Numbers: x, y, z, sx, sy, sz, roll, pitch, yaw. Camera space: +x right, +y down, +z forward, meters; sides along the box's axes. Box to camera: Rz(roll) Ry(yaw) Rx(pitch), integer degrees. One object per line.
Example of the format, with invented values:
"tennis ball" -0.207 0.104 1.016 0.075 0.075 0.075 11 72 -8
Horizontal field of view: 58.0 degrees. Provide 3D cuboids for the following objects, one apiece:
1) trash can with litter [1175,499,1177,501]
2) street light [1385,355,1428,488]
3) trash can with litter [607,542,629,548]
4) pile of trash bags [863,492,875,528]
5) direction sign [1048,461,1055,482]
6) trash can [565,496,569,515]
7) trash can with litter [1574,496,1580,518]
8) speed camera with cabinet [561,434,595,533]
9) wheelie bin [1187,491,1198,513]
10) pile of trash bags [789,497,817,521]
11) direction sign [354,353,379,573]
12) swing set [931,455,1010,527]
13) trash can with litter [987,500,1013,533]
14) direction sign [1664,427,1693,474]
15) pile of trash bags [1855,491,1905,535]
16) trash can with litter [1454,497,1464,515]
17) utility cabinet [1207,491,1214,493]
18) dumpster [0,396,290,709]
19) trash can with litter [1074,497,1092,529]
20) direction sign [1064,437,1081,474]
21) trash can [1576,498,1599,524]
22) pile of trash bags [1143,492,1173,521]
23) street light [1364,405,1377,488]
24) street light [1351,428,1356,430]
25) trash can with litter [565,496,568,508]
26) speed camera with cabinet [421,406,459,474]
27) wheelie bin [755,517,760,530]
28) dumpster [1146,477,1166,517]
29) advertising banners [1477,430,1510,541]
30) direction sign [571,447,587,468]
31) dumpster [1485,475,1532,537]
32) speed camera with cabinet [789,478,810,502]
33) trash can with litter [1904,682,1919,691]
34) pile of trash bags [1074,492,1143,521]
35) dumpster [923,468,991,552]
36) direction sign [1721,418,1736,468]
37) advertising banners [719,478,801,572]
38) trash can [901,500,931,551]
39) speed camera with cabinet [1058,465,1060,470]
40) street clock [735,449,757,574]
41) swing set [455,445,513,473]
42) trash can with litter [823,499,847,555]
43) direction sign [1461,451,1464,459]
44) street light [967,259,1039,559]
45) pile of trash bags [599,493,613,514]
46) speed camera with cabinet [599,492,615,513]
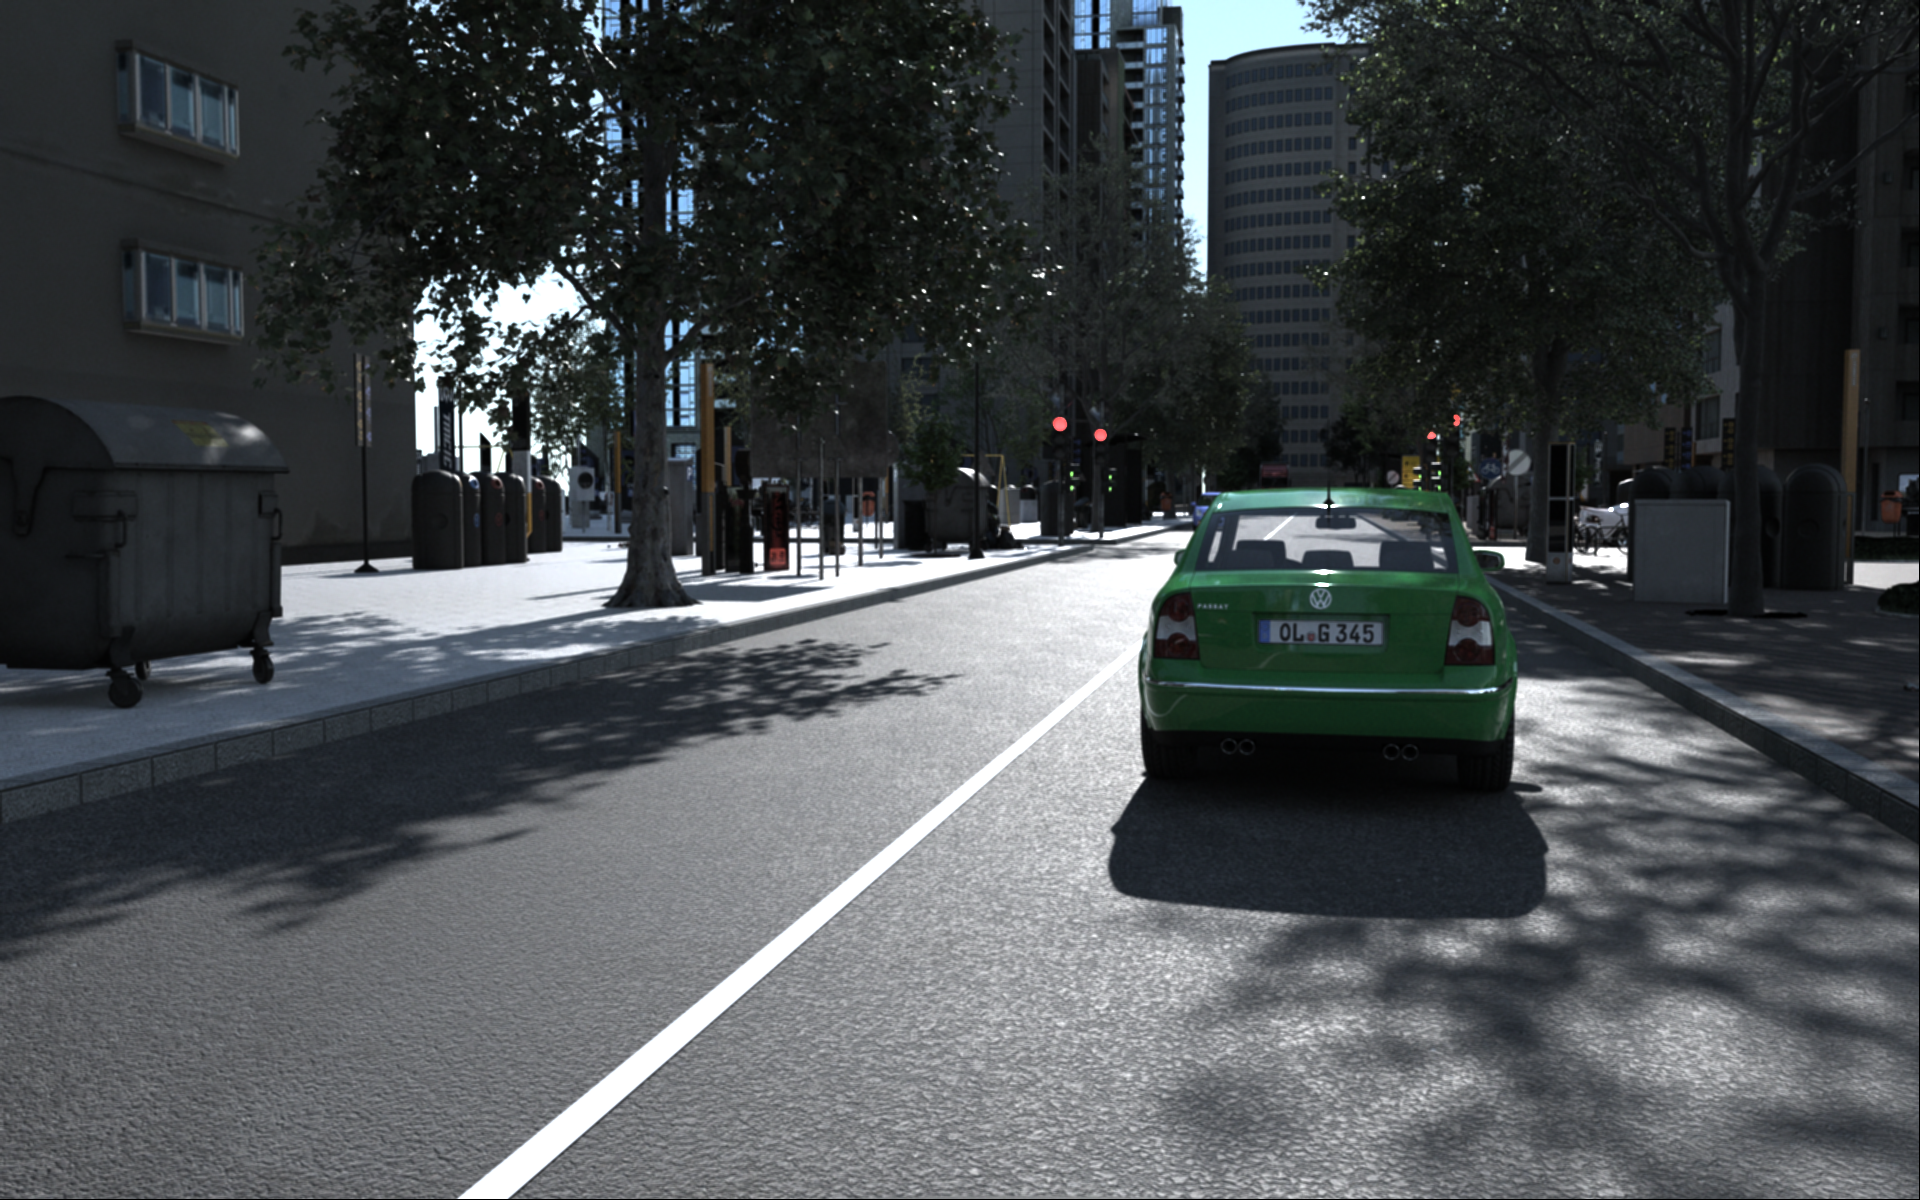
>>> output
"trash can with litter" 14.830 -6.739 121.567 0.624 1.170 1.055 1 4 18
"street light" 14.999 -5.220 57.892 1.470 5.913 1.316 1 4 12
"trash can with litter" -7.712 -1.884 41.854 1.678 1.210 2.233 -1 4 -22
"pile of trash bags" -2.078 -3.396 65.284 3.447 1.369 1.912 0 4 6
"direction sign" 6.392 -7.866 120.602 0.379 3.537 0.876 2 4 34
"trash can" -23.813 -5.653 104.081 0.748 1.137 0.748 0 3 0
"trash can with litter" 30.602 -4.537 85.240 2.233 1.210 1.678 -3 5 -42
"speed camera with cabinet" -12.995 -3.812 56.655 2.038 3.252 0.660 -3 5 -40
"wheelie bin" 16.078 -6.846 119.841 0.693 1.594 0.980 0 4 -5
"pile of trash bags" -8.508 -4.476 82.942 3.447 1.369 1.912 0 4 2
"direction sign" -9.753 -2.224 28.356 0.379 3.537 0.876 0 4 -4
"swing set" 0.188 -4.345 68.665 3.119 2.851 2.862 -1 4 -10
"trash can with litter" 1.137 -2.603 53.952 1.055 1.170 0.624 1 4 12
"direction sign" 24.408 -4.094 58.933 0.876 3.537 0.379 2 4 31
"pile of trash bags" 25.635 -2.485 50.386 1.912 1.369 3.447 -3 4 -39
"trash can with litter" 34.243 -6.650 120.117 1.055 1.170 0.624 0 4 -4
"utility cabinet" 17.920 -7.012 123.325 0.318 1.500 1.173 2 4 31
"dumpster" -5.355 -0.326 11.095 1.264 1.857 1.865 1 4 12
"trash can with litter" 4.368 -3.203 63.751 1.055 1.170 0.624 -3 5 -44
"direction sign" 4.388 -4.698 68.811 0.876 3.537 0.379 1 4 18
"trash can" 21.300 -2.886 58.837 0.748 1.137 0.748 0 3 0
"pile of trash bags" 8.665 -4.540 83.977 3.447 1.369 1.912 -1 4 -15
"street light" 21.632 -7.189 90.076 1.470 5.913 1.316 1 4 12
"street light" 28.224 -9.141 121.997 1.470 5.913 1.316 1 4 12
"trash can with litter" -27.723 -6.677 120.561 1.055 1.170 0.624 3 5 43
"speed camera with cabinet" -11.058 -2.736 39.065 2.038 3.252 0.660 0 4 7
"wheelie bin" -6.874 -3.264 61.279 0.980 1.594 0.693 1 4 14
"dumpster" 11.202 -5.794 97.223 1.502 2.255 1.985 1 4 12
"advertising banners" 14.780 -3.168 47.987 0.090 3.025 2.074 0 4 -5
"direction sign" -18.326 -5.586 83.330 0.876 3.537 0.379 2 4 24
"dumpster" 16.601 -2.852 52.393 1.264 1.857 1.865 1 4 12
"speed camera with cabinet" -9.154 -6.111 94.248 2.038 3.252 0.660 1 4 15
"trash can with litter" 6.641 0.048 10.280 1.678 1.210 2.233 -1 4 -8
"pile of trash bags" 6.514 -4.343 80.760 3.447 1.369 1.912 1 4 19
"dumpster" -0.076 -2.008 38.590 1.264 1.857 1.865 1 4 12
"direction sign" 23.156 -3.646 51.603 0.876 3.537 0.379 2 4 30
"advertising banners" -3.111 -2.009 29.037 2.074 3.025 0.090 -3 4 -38
"trash can" -0.961 -1.698 39.422 0.748 1.137 0.748 0 3 0
"speed camera with cabinet" 6.289 -7.536 117.551 0.660 3.252 2.038 -1 4 -19
"street clock" -3.453 -1.432 27.988 0.358 2.002 0.471 1 4 11
"swing set" -15.894 -3.588 56.289 3.119 2.851 2.862 2 4 26
"trash can with litter" -2.611 -1.556 36.829 0.624 1.170 1.055 -1 4 -15
"direction sign" 26.506 -6.137 92.334 0.379 3.537 0.876 -2 4 -31
"street light" 0.858 -3.765 34.093 1.470 5.913 1.316 1 4 12
"pile of trash bags" -23.045 -6.165 110.544 1.912 1.369 3.447 1 4 14
"speed camera with cabinet" -23.898 -7.357 114.624 2.038 3.252 0.660 1 4 17
